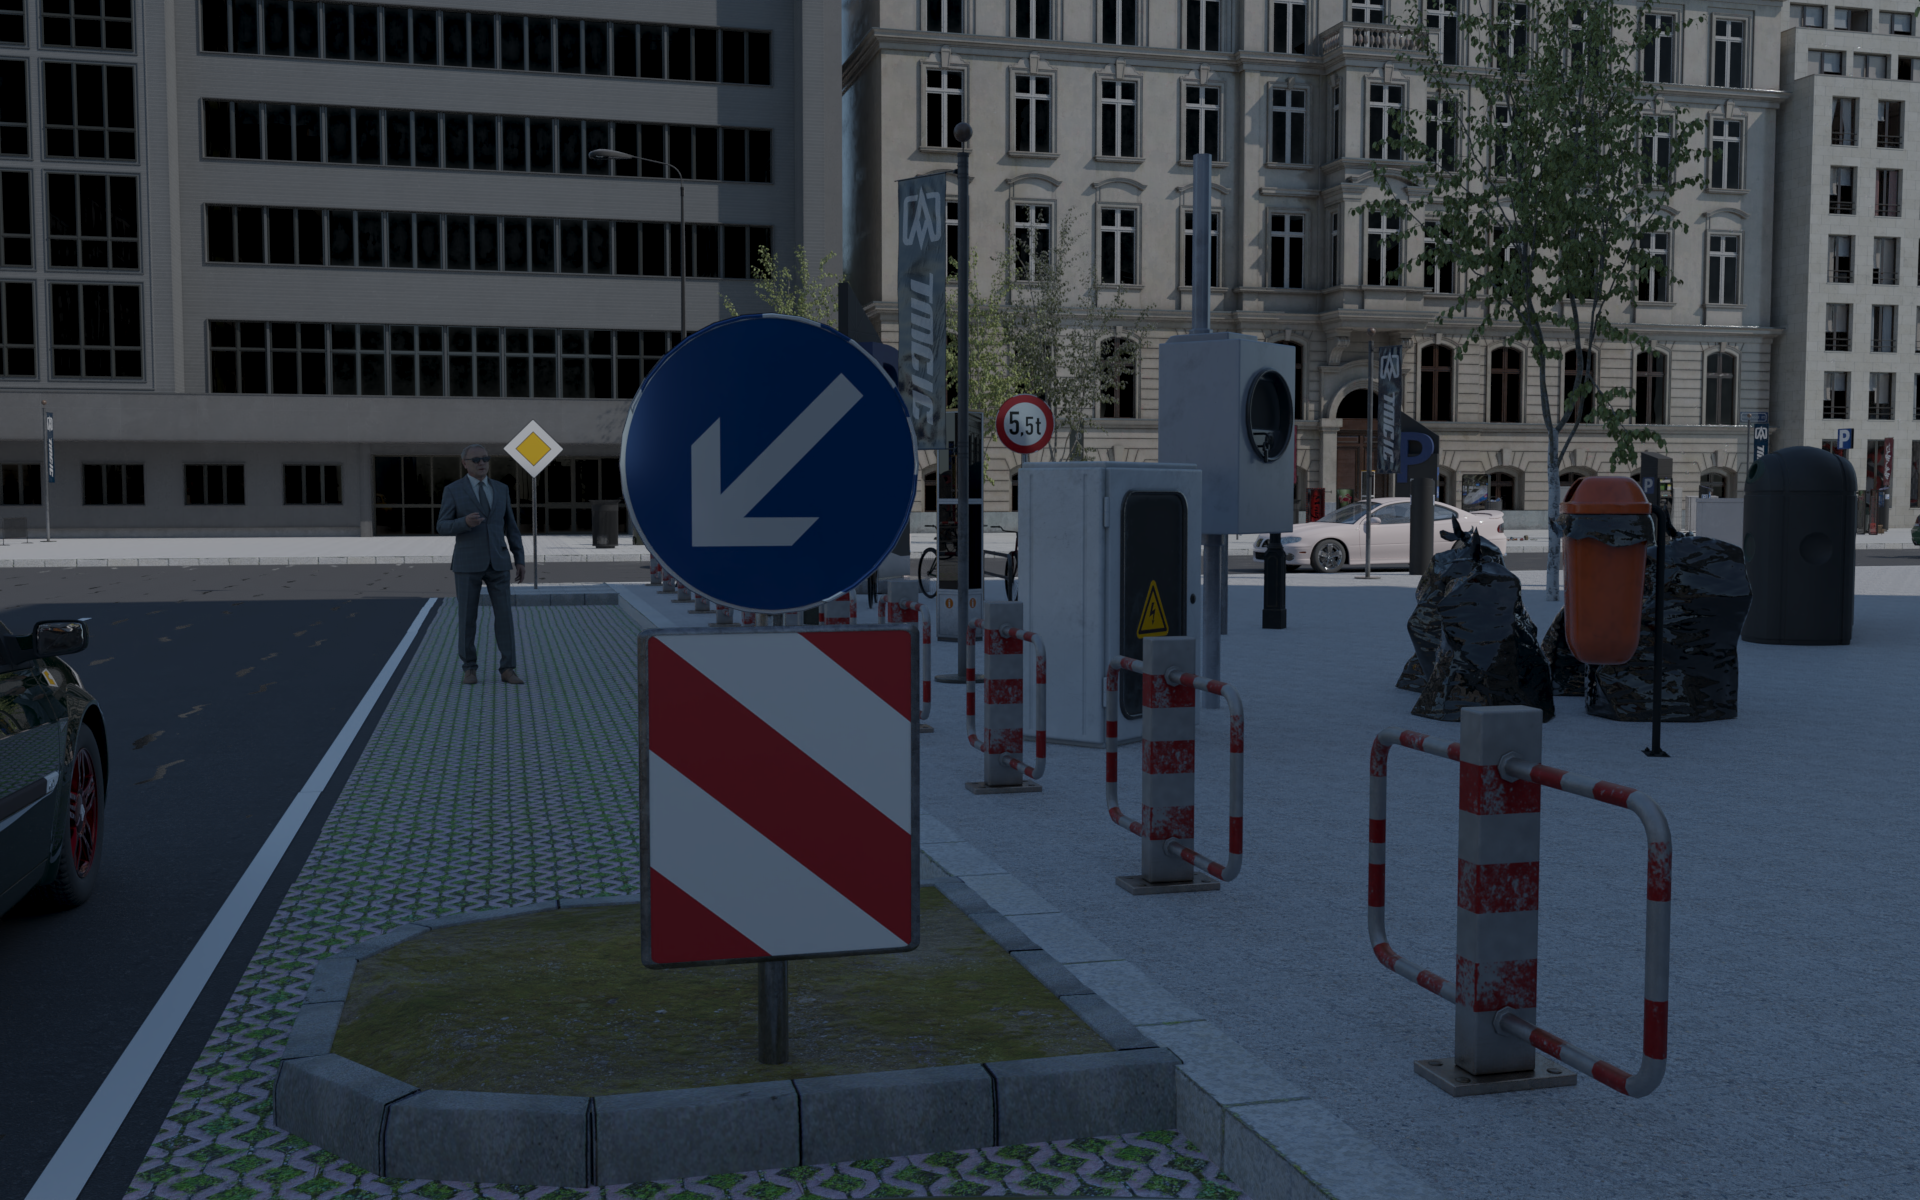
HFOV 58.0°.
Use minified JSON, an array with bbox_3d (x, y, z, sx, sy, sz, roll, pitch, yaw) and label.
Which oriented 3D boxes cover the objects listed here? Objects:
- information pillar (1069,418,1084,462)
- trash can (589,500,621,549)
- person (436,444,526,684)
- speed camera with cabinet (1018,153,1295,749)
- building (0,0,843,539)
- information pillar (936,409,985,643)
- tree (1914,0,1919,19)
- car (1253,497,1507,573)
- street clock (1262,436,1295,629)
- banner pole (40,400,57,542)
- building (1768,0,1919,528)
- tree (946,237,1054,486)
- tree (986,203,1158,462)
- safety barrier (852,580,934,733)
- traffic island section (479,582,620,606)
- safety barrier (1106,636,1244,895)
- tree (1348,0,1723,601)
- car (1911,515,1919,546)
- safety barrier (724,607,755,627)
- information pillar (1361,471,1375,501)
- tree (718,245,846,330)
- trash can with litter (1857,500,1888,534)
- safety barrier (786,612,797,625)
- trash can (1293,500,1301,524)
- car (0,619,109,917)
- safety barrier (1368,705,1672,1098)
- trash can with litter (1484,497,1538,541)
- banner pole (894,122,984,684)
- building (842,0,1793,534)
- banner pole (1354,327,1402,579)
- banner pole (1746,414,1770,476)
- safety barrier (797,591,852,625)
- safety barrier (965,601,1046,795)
[{"bbox_3d":[3.609,-3.799,53.476,0.504,3.616,0.183,2,4,35],"label":"information pillar"},{"bbox_3d":[-8.363,-1.783,40.811,0.748,1.137,0.748,0,3,0],"label":"trash can"},{"bbox_3d":[-3.550,-0.262,12.953,0.661,1.801,0.590,-2,4,-35],"label":"person"},{"bbox_3d":[1.134,-0.930,9.534,0.660,3.252,2.038,3,4,38],"label":"speed camera with cabinet"},{"bbox_3d":[-19.542,-14.496,56.076,30.058,24.678,14.314,-1,4,-15],"label":"building"},{"bbox_3d":[0.001,-0.647,15.068,0.304,2.012,0.304,3,5,40],"label":"information pillar"},{"bbox_3d":[8.150,-3.753,11.719,4.360,8.622,3.978,0,3,0],"label":"tree"},{"bbox_3d":[7.840,-1.227,32.422,4.827,1.381,2.083,-1,4,-15],"label":"car"},{"bbox_3d":[3.003,-0.729,16.485,0.358,2.002,0.471,2,4,27],"label":"street clock"},{"bbox_3d":[-24.450,-3.454,46.496,0.401,3.779,0.863,-1,4,-9],"label":"banner pole"},{"bbox_3d":[37.687,-13.174,70.146,16.860,20.320,10.420,-1,4,-15],"label":"building"},{"bbox_3d":[0.681,-6.123,50.481,4.737,8.622,4.395,0,3,0],"label":"tree"},{"bbox_3d":[2.624,-5.739,44.188,4.360,8.622,3.978,0,3,0],"label":"tree"},{"bbox_3d":[-0.306,0.302,9.333,0.300,0.817,1.120,-1,4,-15],"label":"safety barrier"},{"bbox_3d":[-5.712,-0.069,23.405,2.009,0.180,2.903,-1,4,-15],"label":"traffic island section"},{"bbox_3d":[0.677,0.529,5.627,0.300,0.817,1.120,-1,4,-15],"label":"safety barrier"},{"bbox_3d":[6.950,-4.284,20.401,4.737,8.622,4.395,0,3,0],"label":"tree"},{"bbox_3d":[24.012,-1.672,39.141,4.920,1.459,2.131,-1,4,-13],"label":"car"},{"bbox_3d":[-1.791,-0.039,14.919,0.300,0.817,1.120,-1,4,-15],"label":"safety barrier"},{"bbox_3d":[12.782,-3.047,54.302,0.304,2.012,0.304,-3,5,-40],"label":"information pillar"},{"bbox_3d":[-4.820,-6.114,50.325,4.737,8.622,4.395,0,3,0],"label":"tree"},{"bbox_3d":[29.389,-2.732,56.054,1.055,1.170,0.624,0,4,-2],"label":"trash can with litter"},{"bbox_3d":[-1.293,0.075,13.046,0.300,0.817,1.120,-1,4,-15],"label":"safety barrier"},{"bbox_3d":[8.550,-2.056,45.268,0.748,1.137,0.748,0,3,0],"label":"trash can"},{"bbox_3d":[-3.545,0.315,4.634,2.009,1.686,4.222,-1,4,-15],"label":"car"},{"bbox_3d":[1.173,0.642,3.775,0.300,0.817,1.120,-1,4,-15],"label":"safety barrier"},{"bbox_3d":[15.082,-2.241,47.695,2.233,1.210,1.678,-1,4,-17],"label":"trash can with litter"},{"bbox_3d":[-0.146,-1.341,11.943,0.863,3.779,0.401,3,5,43],"label":"banner pole"},{"bbox_3d":[12.471,-15.010,64.492,34.723,24.649,14.460,-1,4,-15],"label":"building"},{"bbox_3d":[6.299,-2.196,25.926,0.401,3.779,0.863,-2,4,-32],"label":"banner pole"},{"bbox_3d":[24.760,-3.910,53.938,0.863,3.779,0.401,0,4,0],"label":"banner pole"},{"bbox_3d":[-0.794,0.189,11.187,0.300,0.817,1.120,-1,4,-15],"label":"safety barrier"},{"bbox_3d":[0.188,0.416,7.481,0.300,0.817,1.120,-1,4,-15],"label":"safety barrier"}]
